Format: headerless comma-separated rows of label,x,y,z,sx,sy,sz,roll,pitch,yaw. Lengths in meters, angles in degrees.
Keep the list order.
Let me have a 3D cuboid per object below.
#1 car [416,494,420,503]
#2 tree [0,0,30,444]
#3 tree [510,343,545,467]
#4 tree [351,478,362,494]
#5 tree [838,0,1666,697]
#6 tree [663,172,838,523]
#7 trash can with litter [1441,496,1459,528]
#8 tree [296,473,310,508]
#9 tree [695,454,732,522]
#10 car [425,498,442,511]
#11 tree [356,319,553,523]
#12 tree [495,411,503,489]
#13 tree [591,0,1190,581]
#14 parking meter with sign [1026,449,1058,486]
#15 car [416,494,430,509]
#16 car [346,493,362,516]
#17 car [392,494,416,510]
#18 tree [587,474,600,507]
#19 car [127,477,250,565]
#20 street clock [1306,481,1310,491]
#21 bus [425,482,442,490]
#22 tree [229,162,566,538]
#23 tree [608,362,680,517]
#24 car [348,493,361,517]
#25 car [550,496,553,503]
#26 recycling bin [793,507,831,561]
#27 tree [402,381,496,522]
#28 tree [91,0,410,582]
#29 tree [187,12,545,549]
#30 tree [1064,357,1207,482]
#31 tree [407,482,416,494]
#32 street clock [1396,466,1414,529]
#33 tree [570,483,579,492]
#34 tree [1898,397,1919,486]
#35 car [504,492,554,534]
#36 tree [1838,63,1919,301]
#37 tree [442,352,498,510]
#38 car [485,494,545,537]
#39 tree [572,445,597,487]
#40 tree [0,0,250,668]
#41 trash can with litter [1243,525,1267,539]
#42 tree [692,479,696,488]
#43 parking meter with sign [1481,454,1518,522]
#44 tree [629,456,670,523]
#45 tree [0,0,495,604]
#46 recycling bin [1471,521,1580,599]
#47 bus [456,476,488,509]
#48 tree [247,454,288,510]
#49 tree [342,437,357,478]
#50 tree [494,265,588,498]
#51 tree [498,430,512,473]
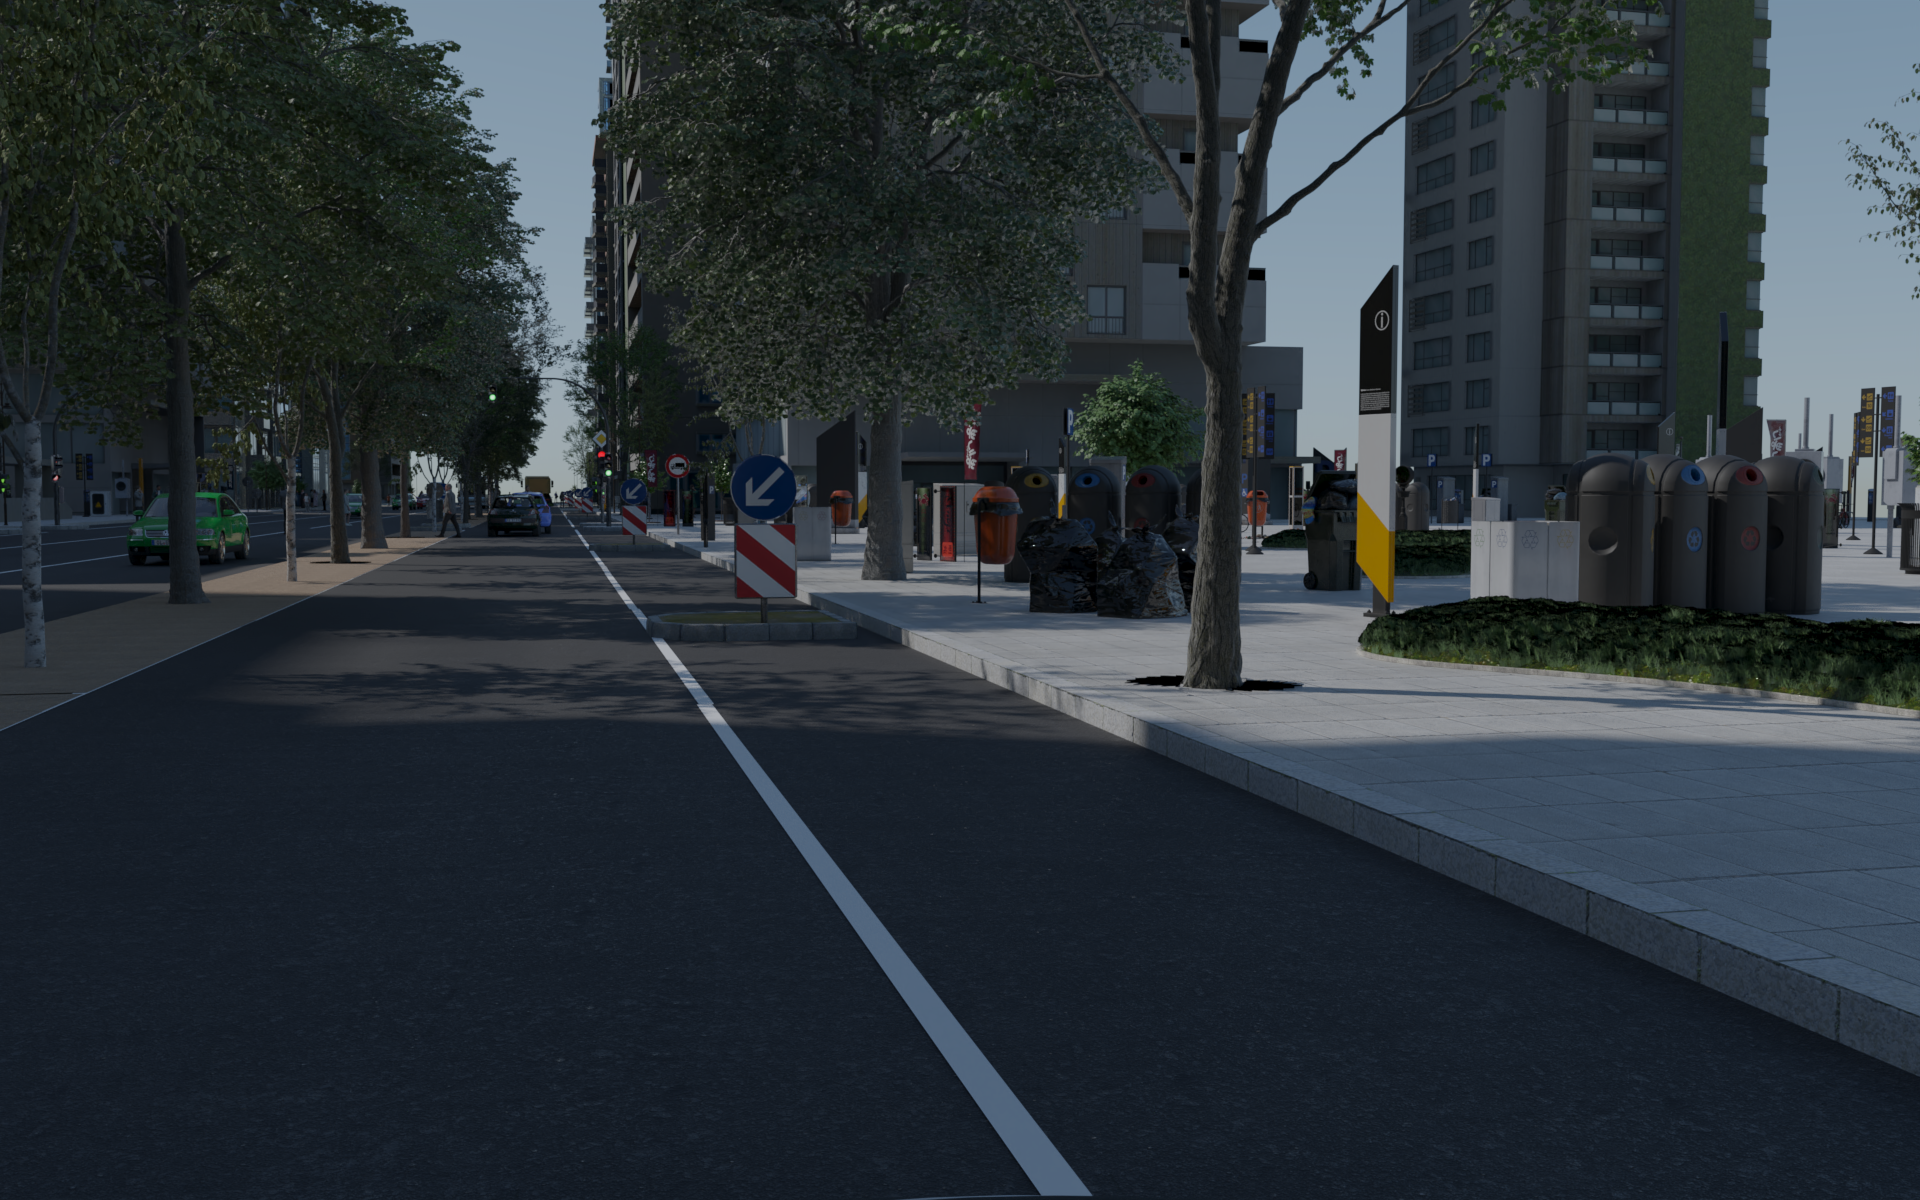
car,-71.826,-13.593,231.828,1.945,1.707,3.694,-1,4,-15
tree,-7.029,-3.474,9.616,4.360,8.622,3.978,0,3,0
tree,-29.042,-11.257,104.634,7.486,12.596,7.792,0,3,0
tree,-71.679,-12.955,206.413,1.663,3.219,1.824,0,3,0
tree,1.726,-5.216,11.042,9.928,11.665,9.643,0,3,0
tree,-4.692,-5.433,39.195,4.360,8.622,3.978,0,3,0
trash can with litter,16.033,-2.699,55.192,2.233,1.210,1.678,0,4,7
tree,-59.799,-9.891,156.323,1.663,3.219,1.824,0,3,0
tree,-11.111,-5.268,80.738,1.663,3.219,1.824,0,3,0
car,-38.844,-7.312,129.341,2.009,1.686,4.222,-1,4,-12
tree,-23.886,-8.951,83.213,8.767,10.594,7.601,-1,4,-13
tree,-25.674,-8.334,89.087,4.360,8.622,3.978,0,3,0
tree,-1.202,-7.280,25.680,9.857,13.997,8.962,0,3,0
parking meter with sign,3.447,-4.331,67.079,1.738,3.016,0.543,0,3,0
car,-50.443,-9.494,164.263,2.155,1.783,4.494,-1,4,-12
car,-35.501,-5.660,101.332,1.959,1.807,4.718,-1,4,-15
car,-50.082,-9.006,156.040,1.959,1.807,4.718,-1,4,-12
tree,-35.499,-10.657,168.836,1.663,3.219,1.824,0,3,0
car,-16.235,-1.697,36.549,1.959,1.807,4.718,-1,4,-13
street clock,19.139,-5.549,95.297,0.358,2.002,0.471,1,4,15
bus,-78.742,-16.242,260.410,2.948,3.499,13.247,-1,4,-15
tree,-18.051,-8.751,55.906,12.009,13.543,11.850,0,3,0
tree,-17.488,-8.960,96.866,4.737,8.622,4.395,0,3,0
car,-39.336,-6.276,111.415,1.959,1.807,4.718,-1,4,-14
car,-68.288,-16.739,286.262,1.945,1.354,3.894,-1,4,-12
recycling bin,-2.852,-1.273,33.371,0.722,1.027,0.722,0,4,-6
tree,-22.609,-7.517,75.716,4.360,8.622,3.978,0,3,0
tree,-10.983,-4.610,28.198,4.737,8.622,4.395,0,3,0
tree,-15.331,-8.304,44.880,9.857,13.997,8.962,0,3,0
tree,4.188,-3.540,41.594,4.285,4.588,4.351,0,3,0
tree,-89.616,-17.607,282.468,1.663,3.219,1.824,0,3,0
street clock,11.286,-2.417,44.082,0.471,2.002,0.358,3,5,41
tree,-66.975,-18.708,300.478,1.663,3.219,1.824,0,3,0
tree,16.881,-2.134,29.488,1.663,3.219,1.824,0,3,0
car,-15.922,-3.311,63.722,1.945,1.707,3.694,-1,4,-14
tree,12.917,-4.271,20.201,4.360,8.622,3.978,0,3,0
tree,-19.821,-6.859,64.968,4.737,8.622,4.395,0,3,0
car,-15.321,-3.047,59.599,2.009,1.686,4.222,-1,4,-13
tree,-52.219,-17.887,242.820,4.737,8.622,4.395,0,3,0
tree,-7.709,-3.756,14.224,4.737,8.622,4.395,0,3,0
trash can with litter,8.230,-2.359,49.625,1.678,1.210,2.233,3,5,42
tree,-13.292,-5.908,91.191,1.663,3.219,1.824,0,3,0
parking meter with sign,23.455,-4.828,75.206,1.738,3.016,0.543,-2,4,-30
tree,-13.641,-5.020,76.682,1.663,3.219,1.824,0,3,0
tree,-9.892,-6.192,21.829,7.486,12.596,7.792,0,3,0
recycling bin,5.240,-0.216,16.092,0.722,1.027,0.722,-1,4,-16
bus,-48.281,-10.847,172.203,2.948,3.499,13.247,-1,4,-13
tree,-56.622,-9.673,141.863,4.285,4.588,4.351,0,3,0
tree,-74.826,-17.372,218.451,7.601,10.594,8.767,1,4,11
tree,-36.724,-17.313,141.407,12.611,20.169,13.585,0,3,0
tree,-31.538,-10.008,116.453,4.737,8.622,4.395,0,3,0
